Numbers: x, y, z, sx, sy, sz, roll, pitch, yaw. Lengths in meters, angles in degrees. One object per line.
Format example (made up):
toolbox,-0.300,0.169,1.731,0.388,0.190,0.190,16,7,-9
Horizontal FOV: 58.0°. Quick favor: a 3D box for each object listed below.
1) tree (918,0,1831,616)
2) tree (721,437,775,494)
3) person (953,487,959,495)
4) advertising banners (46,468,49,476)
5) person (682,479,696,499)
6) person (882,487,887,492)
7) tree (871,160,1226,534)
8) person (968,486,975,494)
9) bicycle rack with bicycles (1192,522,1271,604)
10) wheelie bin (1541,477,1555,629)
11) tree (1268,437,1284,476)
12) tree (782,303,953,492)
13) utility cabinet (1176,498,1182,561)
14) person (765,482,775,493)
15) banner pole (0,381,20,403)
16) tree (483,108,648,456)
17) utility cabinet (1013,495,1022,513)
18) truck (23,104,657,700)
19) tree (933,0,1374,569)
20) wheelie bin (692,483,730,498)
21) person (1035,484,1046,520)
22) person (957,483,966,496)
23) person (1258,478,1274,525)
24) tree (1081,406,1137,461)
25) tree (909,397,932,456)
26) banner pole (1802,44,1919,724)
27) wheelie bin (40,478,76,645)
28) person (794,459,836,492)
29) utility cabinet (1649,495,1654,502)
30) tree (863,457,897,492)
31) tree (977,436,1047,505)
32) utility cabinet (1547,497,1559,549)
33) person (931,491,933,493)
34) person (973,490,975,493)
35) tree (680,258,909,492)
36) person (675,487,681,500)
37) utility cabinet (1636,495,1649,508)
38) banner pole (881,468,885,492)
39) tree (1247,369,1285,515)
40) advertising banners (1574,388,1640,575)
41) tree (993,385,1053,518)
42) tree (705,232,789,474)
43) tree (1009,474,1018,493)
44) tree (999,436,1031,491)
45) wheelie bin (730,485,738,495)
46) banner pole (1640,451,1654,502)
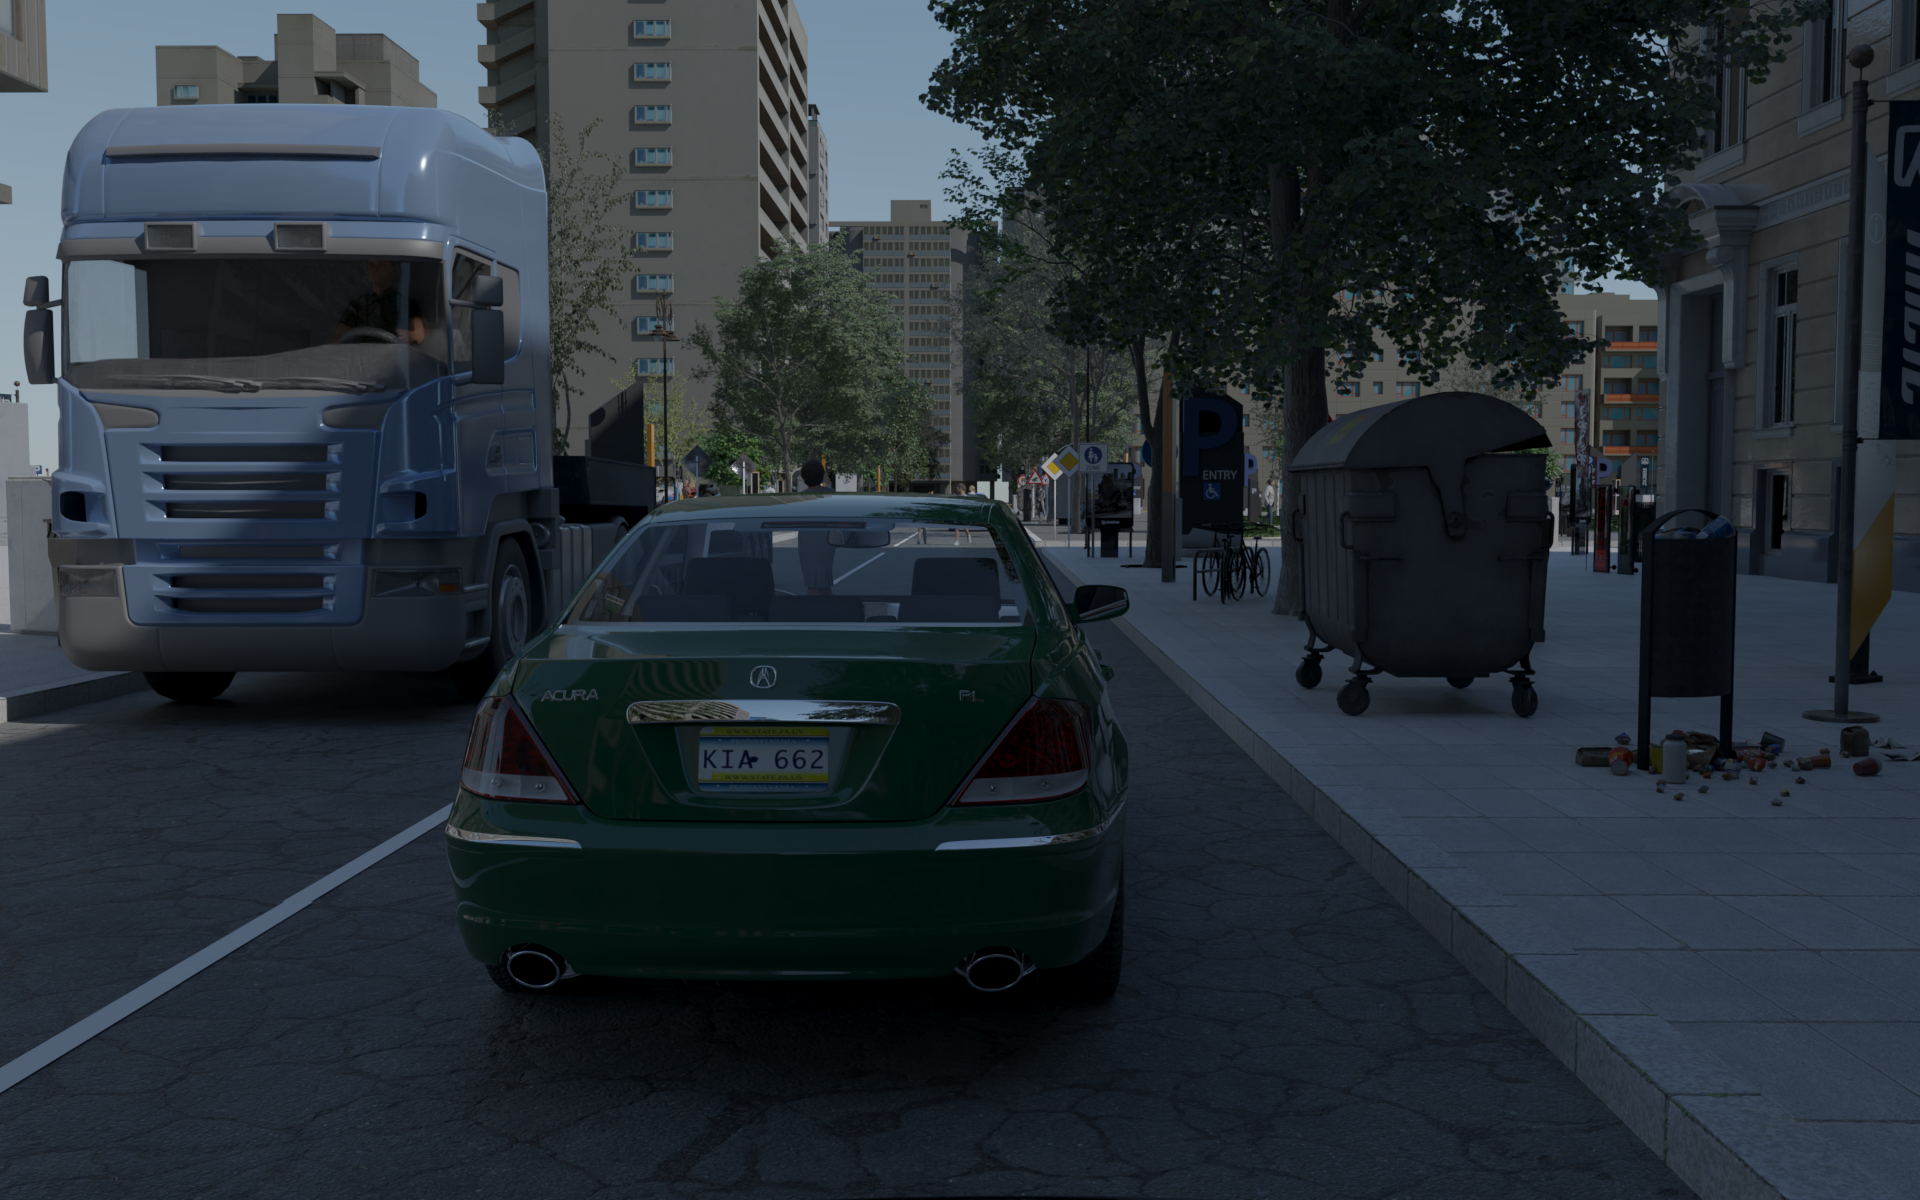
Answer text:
tree,3.769,-6.811,18.022,9.857,13.997,8.962,0,3,0
tree,-7.077,-3.958,59.309,1.663,3.219,1.824,0,3,0
person,-0.250,-4.400,81.027,0.643,1.750,0.593,0,4,-6
advertising banners,-62.151,-7.483,118.536,0.090,3.025,2.074,0,4,-8
person,-9.908,-3.509,63.382,0.580,1.828,0.573,0,4,-2
person,-3.504,-4.409,80.936,0.624,1.780,0.694,2,4,28
tree,3.869,-8.872,55.419,12.009,13.543,11.850,0,3,0
person,0.528,-4.071,75.292,0.641,1.798,0.478,-3,4,-38
bicycle rack with bicycles,3.848,-0.470,21.059,2.852,0.926,2.925,2,4,34
wheelie bin,4.893,-0.457,15.387,0.693,1.594,0.980,0,4,7
tree,15.144,-5.617,75.549,4.285,4.588,4.351,0,3,0
tree,-6.002,-11.348,102.548,9.611,12.733,9.660,0,3,0
utility cabinet,4.093,-1.367,33.507,0.306,1.237,1.020,0,4,0
person,-7.871,-3.998,71.640,0.478,1.798,0.641,1,4,9
banner pole,-20.900,-2.945,38.160,0.401,3.779,0.863,1,4,15
tree,-7.831,-5.026,32.538,4.360,8.622,3.978,0,3,0
utility cabinet,4.099,-6.490,117.278,1.020,1.237,0.306,-1,4,-11
truck,-4.290,-1.787,18.984,2.967,4.110,18.799,0,3,0
tree,3.331,-6.356,29.676,9.928,11.665,9.643,0,3,0
wheelie bin,-7.375,-2.611,50.596,0.693,1.594,0.980,2,4,29
person,3.935,-4.794,84.700,0.520,1.790,0.573,0,4,-5
person,0.034,-2.412,48.679,0.466,1.731,0.760,2,4,26
person,10.890,-3.397,61.433,0.795,1.843,0.661,2,4,27
tree,10.438,-10.385,120.163,4.360,8.622,3.978,0,3,0
tree,-6.075,-12.578,140.060,8.767,10.594,7.601,2,4,31
banner pole,5.254,-1.207,9.758,0.863,3.779,0.401,0,4,1
wheelie bin,-7.305,-0.413,14.660,0.980,1.594,0.693,3,5,39
person,-1.407,-0.524,17.426,0.716,1.782,0.532,-2,4,-30
utility cabinet,44.209,-6.138,111.510,1.020,1.237,0.306,-2,4,-31
tree,-6.289,-8.768,127.077,4.285,4.588,4.351,0,3,0
tree,6.101,-16.101,197.667,8.767,10.594,7.601,0,4,-7
utility cabinet,13.714,-1.835,41.171,0.306,1.237,1.020,-2,4,-35
person,-2.713,-9.213,159.942,0.742,1.727,0.445,3,5,43
person,1.108,-7.302,128.407,1.217,1.766,0.721,3,4,36
tree,-7.034,-8.221,68.831,7.601,10.594,8.767,1,4,15
person,-11.887,-4.031,71.819,0.638,1.841,0.748,-1,4,-13
utility cabinet,36.608,-5.055,93.805,0.306,1.237,1.020,-2,4,-35
banner pole,-5.277,-7.860,118.521,0.401,3.779,0.863,-1,4,-18
tree,16.537,-8.477,88.964,4.360,8.622,3.978,0,3,0
advertising banners,10.505,-1.960,28.237,0.090,3.025,2.074,-1,4,-8
tree,3.731,-8.784,93.987,4.360,8.622,3.978,0,3,0
tree,-7.073,-10.732,82.115,9.857,13.997,8.962,0,3,0
tree,5.044,-8.989,141.567,1.663,3.219,1.824,0,3,0
tree,5.791,-13.960,178.607,4.737,8.622,4.395,0,3,0
wheelie bin,-8.396,-3.333,62.397,0.980,1.594,0.693,-2,4,-25
banner pole,39.790,-6.742,100.252,0.863,3.779,0.401,1,4,12
